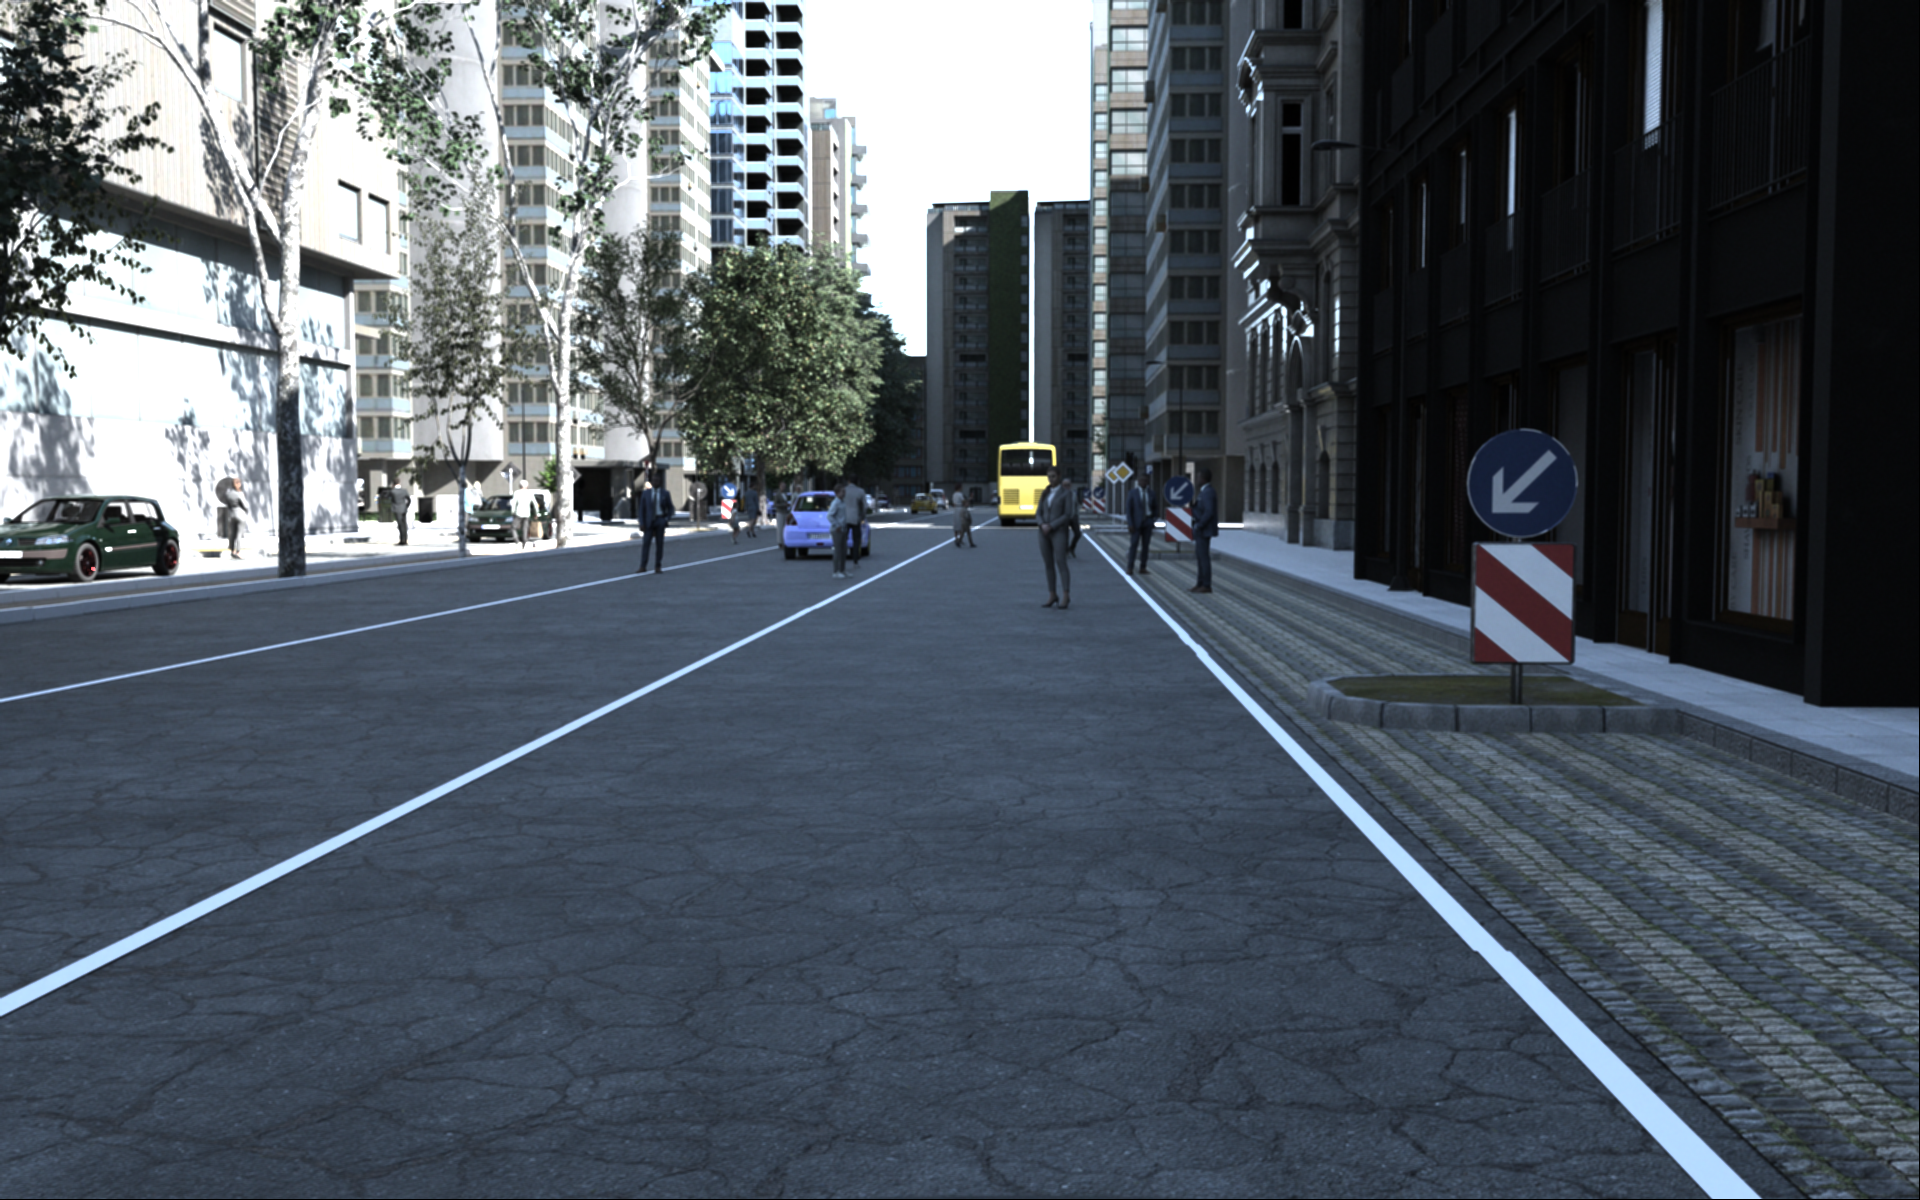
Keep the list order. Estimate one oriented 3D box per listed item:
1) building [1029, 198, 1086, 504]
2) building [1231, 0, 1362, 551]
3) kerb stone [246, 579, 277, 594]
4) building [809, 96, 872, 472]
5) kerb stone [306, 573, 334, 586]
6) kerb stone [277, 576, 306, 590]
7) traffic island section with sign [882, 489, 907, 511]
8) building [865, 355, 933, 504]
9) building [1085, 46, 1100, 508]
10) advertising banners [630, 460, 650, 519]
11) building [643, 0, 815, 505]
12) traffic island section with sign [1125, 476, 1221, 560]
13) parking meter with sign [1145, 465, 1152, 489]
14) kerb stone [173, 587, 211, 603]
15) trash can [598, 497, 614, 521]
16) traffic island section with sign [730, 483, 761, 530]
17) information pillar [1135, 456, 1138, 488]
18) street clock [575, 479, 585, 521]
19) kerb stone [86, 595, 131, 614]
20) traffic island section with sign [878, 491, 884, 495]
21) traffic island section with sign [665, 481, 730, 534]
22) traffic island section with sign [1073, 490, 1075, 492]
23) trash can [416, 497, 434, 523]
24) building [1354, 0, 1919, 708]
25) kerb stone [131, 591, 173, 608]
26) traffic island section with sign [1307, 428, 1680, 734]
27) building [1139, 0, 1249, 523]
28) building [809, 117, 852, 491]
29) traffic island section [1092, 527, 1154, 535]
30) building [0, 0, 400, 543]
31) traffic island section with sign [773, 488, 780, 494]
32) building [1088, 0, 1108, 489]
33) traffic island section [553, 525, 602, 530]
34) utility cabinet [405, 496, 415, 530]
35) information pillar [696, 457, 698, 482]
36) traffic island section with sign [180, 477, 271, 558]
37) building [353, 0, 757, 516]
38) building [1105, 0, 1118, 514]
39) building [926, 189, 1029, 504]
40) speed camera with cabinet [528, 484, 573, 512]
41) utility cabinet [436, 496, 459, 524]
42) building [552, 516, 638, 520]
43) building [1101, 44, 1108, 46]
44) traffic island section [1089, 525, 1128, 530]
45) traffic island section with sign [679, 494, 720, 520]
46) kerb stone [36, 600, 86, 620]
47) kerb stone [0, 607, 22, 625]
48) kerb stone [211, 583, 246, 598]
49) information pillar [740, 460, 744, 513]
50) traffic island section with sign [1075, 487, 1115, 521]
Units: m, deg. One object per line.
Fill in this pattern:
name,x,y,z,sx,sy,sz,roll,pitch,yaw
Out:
building,16.798,-33.648,233.737,14.086,41.232,14.154,0,4,3
building,14.235,-13.688,42.882,14.460,24.649,34.723,0,4,3
kerb stone,-10.283,-0.188,25.265,0.120,0.150,1.000,0,4,3
building,-26.260,-36.052,209.064,30.456,49.044,23.786,0,4,3
kerb stone,-10.179,-0.308,27.314,0.120,0.150,1.000,0,4,3
kerb stone,-10.235,-0.251,26.294,0.120,0.150,1.000,0,4,3
traffic island section with sign,-5.455,-8.343,144.536,2.006,1.907,1.989,0,4,3
building,-18.646,-24.332,242.862,28.899,21.520,27.650,0,4,3
building,19.290,-29.239,161.658,14.154,41.232,14.086,0,4,3
advertising banners,-16.404,-5.668,88.852,0.090,3.025,2.074,1,4,18
building,-24.743,-51.805,159.686,22.319,86.520,31.000,0,4,3
traffic island section with sign,4.662,-1.809,38.199,1.989,1.847,2.006,0,4,3
parking meter with sign,11.191,-6.640,104.825,0.543,3.016,1.738,-1,4,-13
kerb stone,-10.384,-0.063,23.223,0.120,0.150,1.000,0,4,3
trash can,-16.841,-4.330,82.455,0.748,1.137,0.748,0,3,0
traffic island section with sign,-9.139,-3.752,69.488,2.006,1.907,1.989,0,4,3
information pillar,10.846,-7.054,106.679,0.183,3.616,0.504,1,4,19
street clock,-17.893,-4.709,81.558,0.358,2.002,0.471,2,4,27
kerb stone,-10.484,0.065,21.169,0.120,0.150,1.000,0,4,3
traffic island section with sign,-9.055,-11.656,199.206,1.989,1.847,2.006,0,4,3
traffic island section with sign,-9.512,-3.300,62.090,2.006,1.907,1.989,0,4,3
traffic island section with sign,8.716,-6.847,120.568,1.989,1.847,2.006,0,4,3
trash can,-23.391,-3.924,75.804,0.748,1.137,0.748,0,3,0
building,11.711,-11.475,17.298,12.332,23.373,15.834,0,4,3
kerb stone,-10.433,0.002,22.190,0.120,0.150,1.000,0,4,3
traffic island section with sign,3.338,-0.162,11.276,1.989,1.847,2.006,0,4,3
building,21.085,-23.888,82.454,23.993,40.220,32.217,0,4,3
building,-19.193,-30.565,183.324,14.154,41.232,14.086,0,4,3
traffic island section,5.780,-2.374,61.101,2.009,0.180,2.903,0,4,3
building,-32.813,-27.917,45.675,27.495,52.752,28.713,0,4,3
traffic island section with sign,-12.861,-6.929,121.915,1.989,1.847,2.006,0,4,3
building,25.736,-40.510,204.345,21.231,58.520,28.212,0,4,3
traffic island section,-15.742,-2.928,70.156,2.009,0.180,2.903,0,4,3
utility cabinet,-19.872,-3.118,62.139,0.306,1.237,1.020,-3,4,-36
information pillar,-16.471,-7.167,108.537,0.183,3.616,0.504,-1,4,-11
traffic island section with sign,-16.915,-1.889,39.516,1.989,1.847,2.006,0,4,3
building,-31.804,-26.724,128.811,32.217,40.220,23.993,0,4,3
building,16.651,-26.333,114.144,14.154,41.232,14.086,0,4,3
building,2.516,-33.727,235.024,14.086,41.232,14.154,0,4,3
speed camera with cabinet,-18.673,-5.167,78.815,2.038,3.252,0.660,-1,4,-16
utility cabinet,-22.109,-3.897,74.882,1.020,1.237,0.306,1,4,11
building,-33.074,-24.587,93.887,32.217,40.220,23.993,0,4,3
building,24.924,-34.012,179.800,21.300,48.544,21.600,0,4,3
traffic island section,6.173,-2.862,69.077,2.009,0.180,2.903,0,4,3
traffic island section with sign,-14.201,-5.265,94.714,1.989,1.847,2.006,0,4,3
kerb stone,-10.530,0.135,20.142,0.120,0.150,1.000,0,4,3
kerb stone,-10.581,0.188,19.119,0.120,0.150,1.000,0,4,3
kerb stone,-10.328,-0.125,24.244,0.120,0.150,1.000,0,4,3
information pillar,-14.859,-7.763,118.274,0.183,3.616,0.504,1,4,12
traffic island section with sign,7.386,-5.200,93.646,1.989,1.847,2.006,0,4,3
